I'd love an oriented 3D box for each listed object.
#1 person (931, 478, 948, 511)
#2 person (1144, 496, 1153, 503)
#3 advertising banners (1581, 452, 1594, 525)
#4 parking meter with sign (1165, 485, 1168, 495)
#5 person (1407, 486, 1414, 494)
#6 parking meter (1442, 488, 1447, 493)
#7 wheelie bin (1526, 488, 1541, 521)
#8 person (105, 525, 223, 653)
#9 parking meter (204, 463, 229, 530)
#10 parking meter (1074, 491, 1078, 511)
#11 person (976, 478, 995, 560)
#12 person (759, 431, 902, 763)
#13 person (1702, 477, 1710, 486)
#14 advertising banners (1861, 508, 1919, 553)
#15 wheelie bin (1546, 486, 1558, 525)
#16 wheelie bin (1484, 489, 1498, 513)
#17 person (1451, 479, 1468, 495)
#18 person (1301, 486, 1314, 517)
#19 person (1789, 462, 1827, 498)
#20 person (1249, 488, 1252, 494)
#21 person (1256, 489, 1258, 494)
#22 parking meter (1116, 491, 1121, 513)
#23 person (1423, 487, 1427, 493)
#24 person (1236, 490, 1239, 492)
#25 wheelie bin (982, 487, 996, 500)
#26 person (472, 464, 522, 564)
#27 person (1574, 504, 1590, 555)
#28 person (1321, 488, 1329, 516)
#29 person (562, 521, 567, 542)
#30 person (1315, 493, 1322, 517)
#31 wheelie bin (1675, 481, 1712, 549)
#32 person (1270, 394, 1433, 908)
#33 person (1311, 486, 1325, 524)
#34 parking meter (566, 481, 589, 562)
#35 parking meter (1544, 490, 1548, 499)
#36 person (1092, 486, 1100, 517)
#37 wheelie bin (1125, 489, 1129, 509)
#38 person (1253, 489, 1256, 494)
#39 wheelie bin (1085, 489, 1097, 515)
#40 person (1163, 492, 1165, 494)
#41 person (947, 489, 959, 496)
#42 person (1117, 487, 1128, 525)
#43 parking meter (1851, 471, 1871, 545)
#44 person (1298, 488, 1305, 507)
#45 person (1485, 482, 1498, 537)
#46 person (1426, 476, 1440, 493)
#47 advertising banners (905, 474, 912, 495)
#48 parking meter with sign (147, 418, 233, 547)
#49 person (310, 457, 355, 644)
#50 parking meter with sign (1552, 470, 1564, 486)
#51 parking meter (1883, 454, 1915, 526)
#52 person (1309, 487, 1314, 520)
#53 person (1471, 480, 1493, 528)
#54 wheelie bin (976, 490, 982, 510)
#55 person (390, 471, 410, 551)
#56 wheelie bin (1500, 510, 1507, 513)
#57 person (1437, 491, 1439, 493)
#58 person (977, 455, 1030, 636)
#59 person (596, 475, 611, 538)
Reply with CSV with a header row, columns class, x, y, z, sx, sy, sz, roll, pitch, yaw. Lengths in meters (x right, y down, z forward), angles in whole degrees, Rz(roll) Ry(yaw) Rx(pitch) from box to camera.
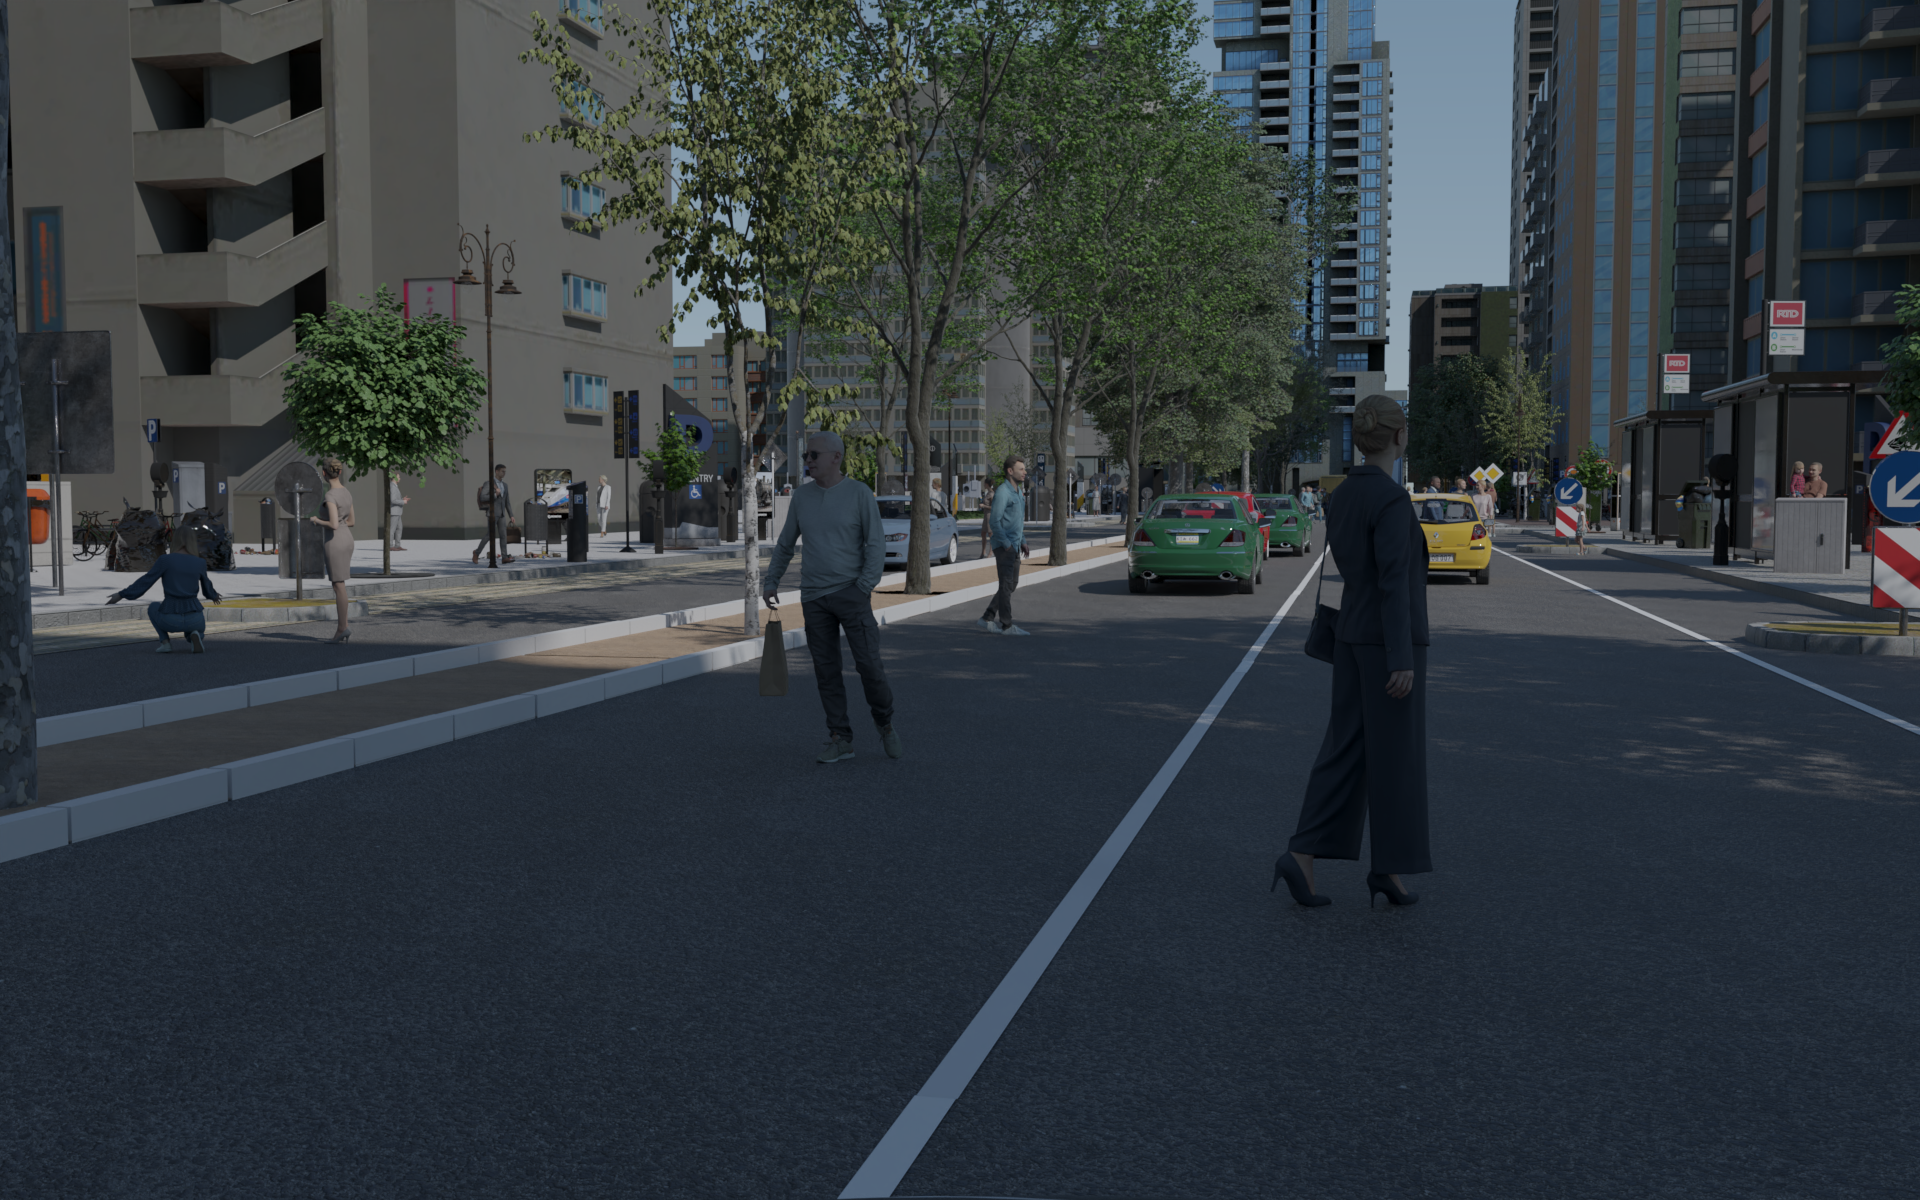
class,x,y,z,sx,sy,sz,roll,pitch,yaw
person,-0.491,-1.743,37.345,0.694,1.780,0.624,-3,4,-36
person,11.393,-5.862,104.768,0.576,1.772,0.534,-2,4,-27
advertising banners,26.333,-4.679,72.688,0.090,3.025,2.074,3,4,36
parking meter with sign,16.965,-8.790,139.974,1.738,3.016,0.543,-2,4,-27
person,20.930,-4.401,80.680,0.478,1.798,0.641,1,4,14
parking meter,40.791,-8.568,145.796,0.255,1.863,0.399,-1,4,-12
wheelie bin,27.581,-4.611,83.291,0.693,1.594,0.980,1,4,10
person,-7.179,-0.103,15.685,1.012,1.151,0.738,-2,4,-30
parking meter,-14.025,-1.651,32.698,0.255,1.863,0.399,1,4,14
parking meter,8.580,-7.299,127.750,0.372,1.533,0.369,0,3,0
person,0.573,-1.743,37.342,0.374,1.781,0.599,-1,4,-14
person,-0.738,-0.022,9.345,0.782,1.767,0.515,1,4,20
person,18.136,-2.147,42.152,0.512,1.701,0.522,-1,4,-13
advertising banners,20.034,-2.548,37.841,2.074,3.025,0.090,1,4,10
wheelie bin,24.887,-3.914,71.910,0.980,1.594,0.693,0,4,4
wheelie bin,31.297,-5.820,103.072,0.693,1.594,0.980,-3,4,-37
person,11.276,-1.858,39.292,0.576,1.772,0.534,-3,5,-42
person,16.425,-4.499,82.083,0.660,1.820,0.620,-2,4,-32
person,14.226,-1.418,29.196,0.580,1.828,0.573,0,4,-6
person,21.129,-7.222,126.349,0.755,1.850,0.659,0,4,-2
person,18.440,-5.980,106.441,0.661,1.801,0.590,-3,5,-45
parking meter,10.995,-6.842,120.275,0.372,1.533,0.369,0,3,0
person,23.682,-4.865,88.467,0.534,1.772,0.576,0,4,4
person,20.916,-7.460,131.139,0.598,1.740,0.731,-1,4,-18
wheelie bin,1.552,-4.522,81.844,0.693,1.594,0.980,0,4,4
person,-8.507,-1.575,31.753,0.822,1.834,0.622,1,4,22
person,14.589,-1.652,40.526,0.382,1.210,0.505,1,4,11
person,23.169,-6.235,110.352,0.656,1.842,0.836,-2,4,-24
person,-10.812,-2.493,46.585,0.755,1.850,0.659,-1,4,-19
person,22.530,-6.133,108.961,0.511,1.800,0.466,1,4,11
wheelie bin,17.352,-2.010,40.768,0.980,1.594,0.693,-1,4,-18
person,1.403,0.181,5.961,0.534,1.772,0.576,-3,4,-37
person,17.163,-4.560,83.040,0.713,1.824,0.794,0,4,8
parking meter,-7.226,-1.482,32.638,0.372,1.533,0.369,0,3,0
parking meter,34.755,-5.757,102.538,0.372,1.533,0.369,0,3,0
person,7.791,-5.652,99.024,0.480,1.755,0.524,-1,4,-12
wheelie bin,10.808,-6.311,111.088,0.693,1.594,0.980,-2,4,-33
person,22.328,-7.481,130.912,0.778,1.811,0.616,1,4,12
wheelie bin,7.976,-5.941,105.041,0.693,1.594,0.980,-1,4,-17
person,19.761,-9.783,166.006,1.348,1.822,0.705,2,4,28
person,-0.398,-5.920,102.197,0.648,1.900,0.474,-1,4,-19
person,7.559,-4.370,80.373,0.534,1.772,0.576,2,4,29
parking meter,22.751,-2.322,43.675,0.255,1.863,0.399,-2,4,-34
person,18.055,-5.022,91.004,0.834,1.777,0.661,-1,4,-15
person,17.821,-3.044,58.246,0.573,1.828,0.580,1,4,15
person,9.909,-1.683,36.207,0.419,1.800,0.721,1,4,16
advertising banners,-4.125,-9.272,147.789,0.090,3.025,2.074,-3,5,-40
parking meter with sign,-18.075,-2.720,40.726,0.543,3.016,1.738,3,5,43
person,-5.994,-0.473,16.578,0.374,1.781,0.599,0,4,1
parking meter with sign,43.497,-7.961,126.427,1.738,3.016,0.543,-3,4,-38
parking meter,13.758,-1.200,25.336,0.255,1.863,0.399,-3,4,-38
person,17.301,-4.677,85.513,0.519,1.759,0.362,-1,4,-23
person,11.105,-1.720,37.298,0.731,1.740,0.598,1,4,20
wheelie bin,1.579,-7.359,128.224,0.693,1.594,0.980,-1,4,-13
person,-12.642,-2.003,38.999,0.583,1.804,0.606,-2,4,-27
wheelie bin,36.332,-6.638,116.444,0.980,1.594,0.693,-2,4,-24
person,27.669,-5.627,101.099,0.593,1.750,0.643,0,4,-1
person,0.445,-0.560,17.678,0.620,1.820,0.660,1,4,16
person,-10.540,-2.772,51.249,0.514,1.842,0.818,0,4,8
